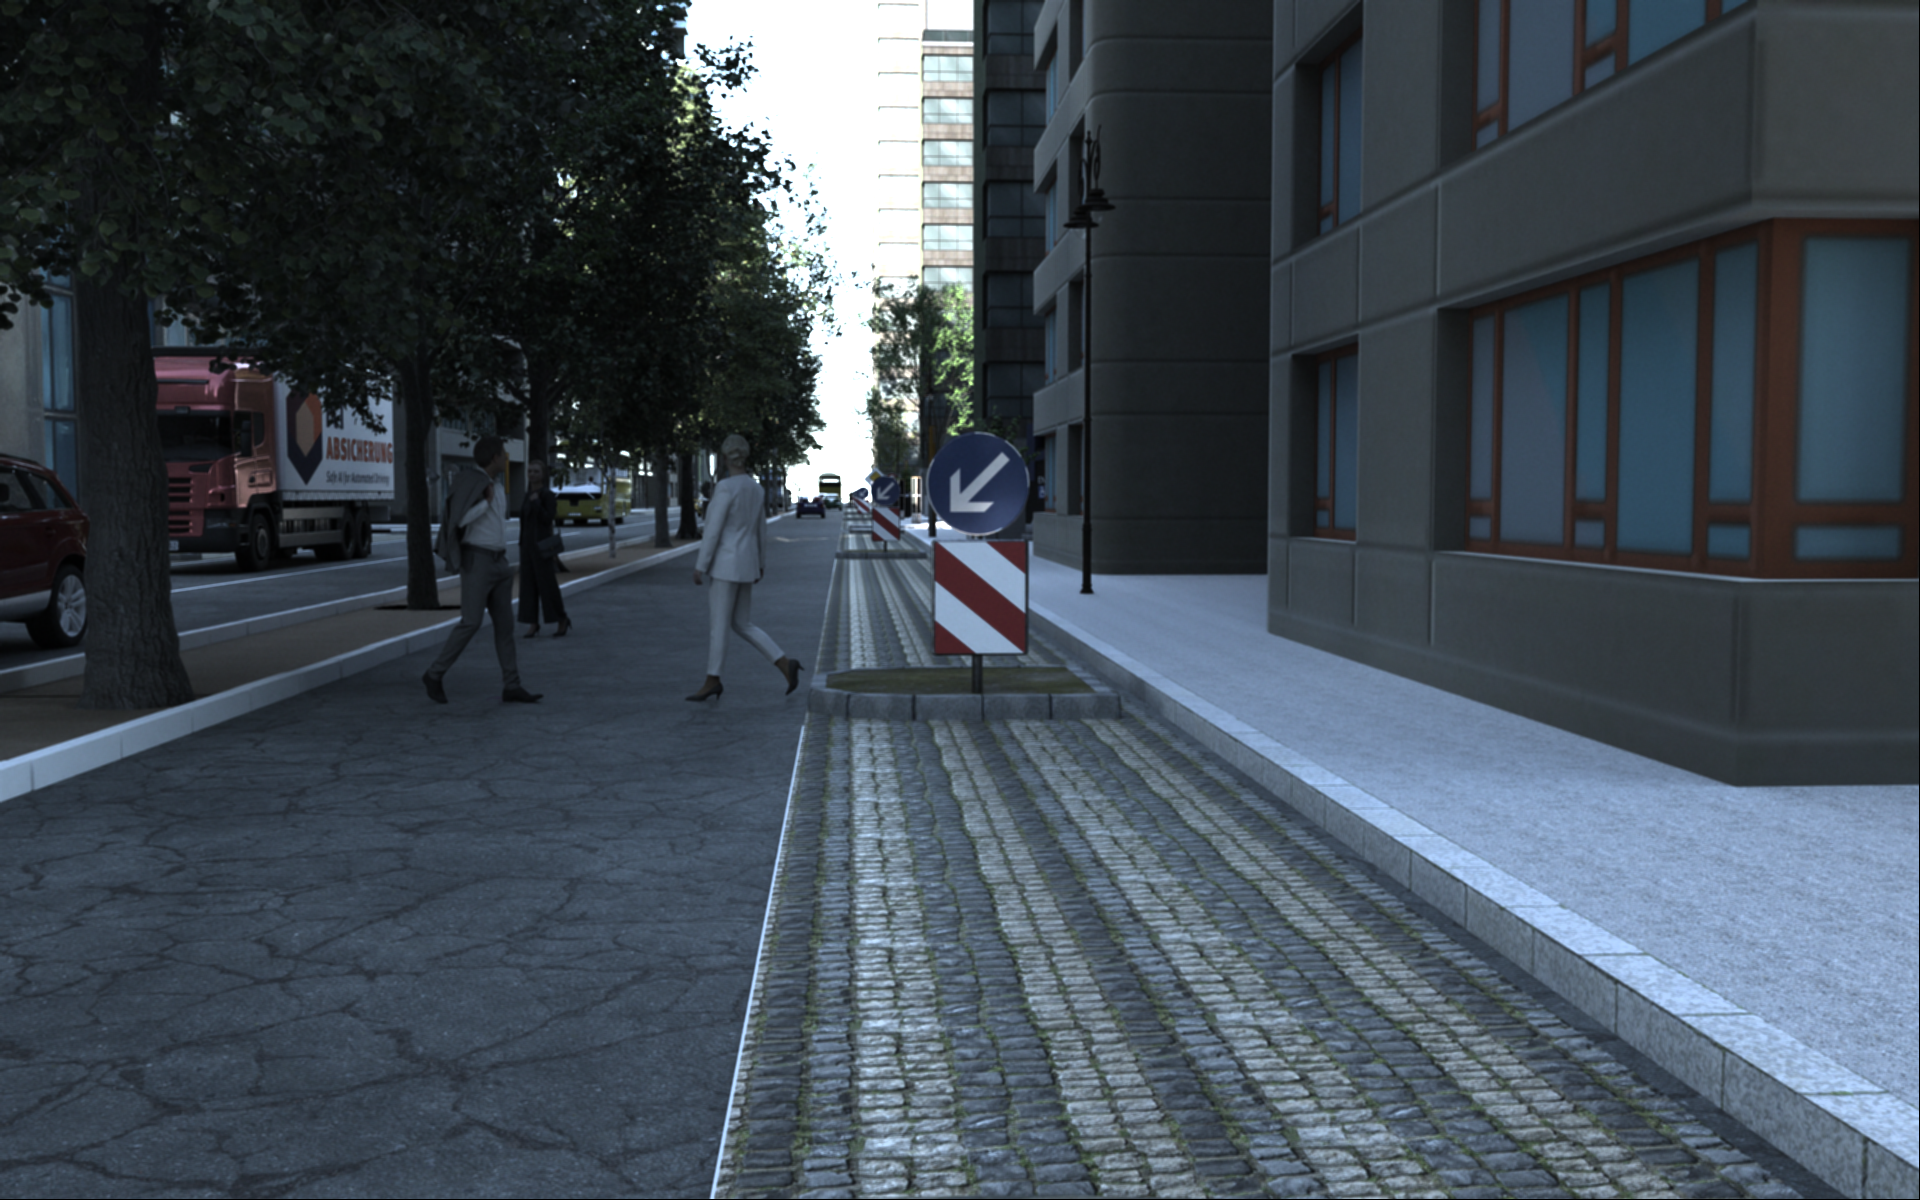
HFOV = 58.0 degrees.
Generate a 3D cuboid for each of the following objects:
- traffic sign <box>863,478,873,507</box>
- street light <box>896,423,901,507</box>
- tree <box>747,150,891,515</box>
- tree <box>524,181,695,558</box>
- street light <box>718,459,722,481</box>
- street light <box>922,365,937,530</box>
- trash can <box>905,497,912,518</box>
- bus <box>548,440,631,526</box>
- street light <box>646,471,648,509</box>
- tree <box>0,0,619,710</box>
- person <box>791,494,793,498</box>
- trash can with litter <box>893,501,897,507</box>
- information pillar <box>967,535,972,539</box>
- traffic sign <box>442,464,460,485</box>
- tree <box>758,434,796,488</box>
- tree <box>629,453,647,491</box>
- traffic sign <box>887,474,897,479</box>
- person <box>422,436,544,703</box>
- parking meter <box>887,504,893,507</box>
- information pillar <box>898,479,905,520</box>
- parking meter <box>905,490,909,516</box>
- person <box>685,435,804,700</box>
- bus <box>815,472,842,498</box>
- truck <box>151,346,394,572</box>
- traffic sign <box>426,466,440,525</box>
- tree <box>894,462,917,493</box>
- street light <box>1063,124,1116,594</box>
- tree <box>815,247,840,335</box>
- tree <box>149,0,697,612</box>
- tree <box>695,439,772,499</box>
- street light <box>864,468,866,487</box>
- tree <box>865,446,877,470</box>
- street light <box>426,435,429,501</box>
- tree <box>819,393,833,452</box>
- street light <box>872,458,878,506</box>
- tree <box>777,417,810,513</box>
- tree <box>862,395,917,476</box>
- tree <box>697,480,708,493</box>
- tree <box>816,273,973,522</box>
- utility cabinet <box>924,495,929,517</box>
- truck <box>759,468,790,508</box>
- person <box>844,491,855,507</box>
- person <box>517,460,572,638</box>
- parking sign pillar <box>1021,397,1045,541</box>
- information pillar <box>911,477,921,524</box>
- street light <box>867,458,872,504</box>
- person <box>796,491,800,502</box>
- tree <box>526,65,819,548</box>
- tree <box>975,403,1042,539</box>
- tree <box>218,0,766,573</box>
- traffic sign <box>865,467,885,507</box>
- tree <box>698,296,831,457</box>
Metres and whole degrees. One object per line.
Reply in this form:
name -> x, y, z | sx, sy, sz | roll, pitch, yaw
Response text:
traffic sign -> -3.590, -4.138, 71.301 | 0.795, 2.450, 0.064 | 0, 4, -4
street light -> -3.801, -8.152, 106.075 | 0.468, 5.910, 1.993 | 0, 4, -4
tree -> -10.323, -14.431, 94.294 | 12.611, 20.169, 13.585 | 0, 3, 0
tree -> -7.805, -5.246, 38.595 | 4.737, 8.622, 4.395 | 0, 3, 0
street light -> -31.999, -15.766, 230.555 | 0.468, 5.910, 1.993 | 0, 4, -4
street light -> -1.079, -5.465, 62.141 | 0.468, 5.910, 1.993 | 0, 4, -4
trash can -> -2.932, -5.041, 94.076 | 0.748, 1.137, 0.748 | 0, 3, 0
bus -> -17.173, -5.443, 80.539 | 2.896, 3.916, 12.252 | 0, 4, -5
street light -> -26.547, -10.639, 146.729 | 0.468, 5.910, 1.993 | 0, 4, -4
tree -> -5.544, -6.244, 11.195 | 9.857, 13.997, 8.962 | 0, 3, 0
person -> -28.934, -17.730, 298.320 | 0.705, 1.831, 1.348 | -1, 4, -11
trash can with litter -> -4.462, -6.897, 124.150 | 0.624, 1.170, 1.055 | -2, 4, -24
information pillar -> 0.367, -2.465, 44.787 | 0.304, 2.012, 0.304 | 2, 4, 28
traffic sign -> -21.483, -4.462, 73.056 | 0.768, 2.556, 0.104 | 0, 4, 5
tree -> -13.461, -10.542, 125.181 | 4.737, 8.622, 4.395 | 0, 3, 0
tree -> -27.342, -11.739, 142.295 | 4.360, 8.622, 3.978 | 0, 3, 0
traffic sign -> -4.210, -6.555, 107.273 | 0.768, 2.556, 0.104 | 0, 4, -1
person -> -3.295, -0.199, 11.858 | 0.850, 1.850, 0.679 | 1, 4, 10
parking meter -> -4.311, -5.974, 106.081 | 0.372, 1.533, 0.369 | 0, 3, 0
information pillar -> -2.939, -5.046, 86.996 | 0.304, 2.012, 0.304 | 0, 4, -6
parking meter -> -3.132, -5.646, 100.726 | 0.372, 1.533, 0.369 | 0, 3, 0
person -> -1.500, -0.222, 12.004 | 0.818, 1.842, 0.514 | 0, 4, 5
bus -> -14.588, -12.309, 192.798 | 2.896, 3.916, 12.252 | 0, 4, -5
truck -> -14.202, -2.825, 35.111 | 2.839, 4.237, 11.283 | 0, 4, -3
traffic sign -> -19.086, -3.589, 62.320 | 0.795, 2.450, 0.064 | 0, 4, -4
tree -> -3.255, -6.637, 103.115 | 1.663, 3.219, 1.824 | 0, 3, 0
street light -> 1.639, -3.022, 22.196 | 0.468, 5.910, 1.993 | 0, 4, -4
tree -> -8.644, -8.271, 54.702 | 9.611, 12.733, 9.660 | 0, 3, 0
tree -> -6.759, -5.686, 21.182 | 9.928, 11.665, 9.643 | 0, 3, 0
tree -> -8.839, -6.672, 61.901 | 4.360, 8.622, 3.978 | 0, 3, 0
street light -> -13.964, -17.814, 264.047 | 0.468, 5.910, 1.993 | 0, 4, -4
tree -> -10.823, -17.356, 234.131 | 4.360, 8.622, 3.978 | 0, 3, 0
street light -> -21.705, -5.981, 70.569 | 0.468, 5.910, 1.993 | 0, 4, -4
tree -> -11.568, -11.255, 104.596 | 7.486, 12.596, 7.792 | 0, 3, 0
street light -> -8.663, -12.781, 181.757 | 0.468, 5.910, 1.993 | 0, 4, -4
tree -> -14.433, -11.709, 144.258 | 4.360, 8.622, 3.978 | 0, 3, 0
tree -> -5.029, -10.882, 128.289 | 4.737, 8.622, 4.395 | 0, 3, 0
tree -> -30.558, -13.049, 207.960 | 1.663, 3.219, 1.824 | 0, 3, 0
tree -> -1.230, -9.480, 80.751 | 9.928, 11.665, 9.643 | 0, 3, 0
utility cabinet -> -1.849, -5.294, 97.721 | 0.306, 1.237, 1.020 | 0, 4, 3
truck -> -19.932, -12.051, 186.791 | 2.967, 4.110, 18.799 | 0, 4, -3
person -> -11.768, -10.835, 185.788 | 1.348, 1.807, 0.705 | -1, 4, -23
person -> -4.227, -0.520, 17.421 | 0.576, 1.772, 0.534 | 1, 4, 19
parking sign pillar -> 2.417, -3.618, 47.629 | 1.447, 3.967, 1.447 | -3, 5, -45
information pillar -> -1.882, -4.287, 74.579 | 0.304, 2.012, 0.304 | 3, 5, 39
street light -> -11.341, -15.263, 222.336 | 0.468, 5.910, 1.993 | 0, 4, -4
person -> -22.231, -14.029, 237.500 | 0.705, 1.869, 1.348 | 0, 4, 7
tree -> -7.767, -7.623, 45.221 | 7.486, 12.596, 7.792 | 0, 3, 0
tree -> 0.748, -2.607, 37.220 | 1.663, 3.219, 1.824 | 0, 3, 0
tree -> -7.606, -6.820, 30.967 | 9.611, 12.733, 9.660 | 0, 3, 0
traffic sign -> -3.074, -3.651, 63.332 | 0.795, 2.450, 0.064 | 0, 4, -4
tree -> -10.522, -8.939, 83.021 | 8.767, 10.594, 7.601 | 0, 4, -4
